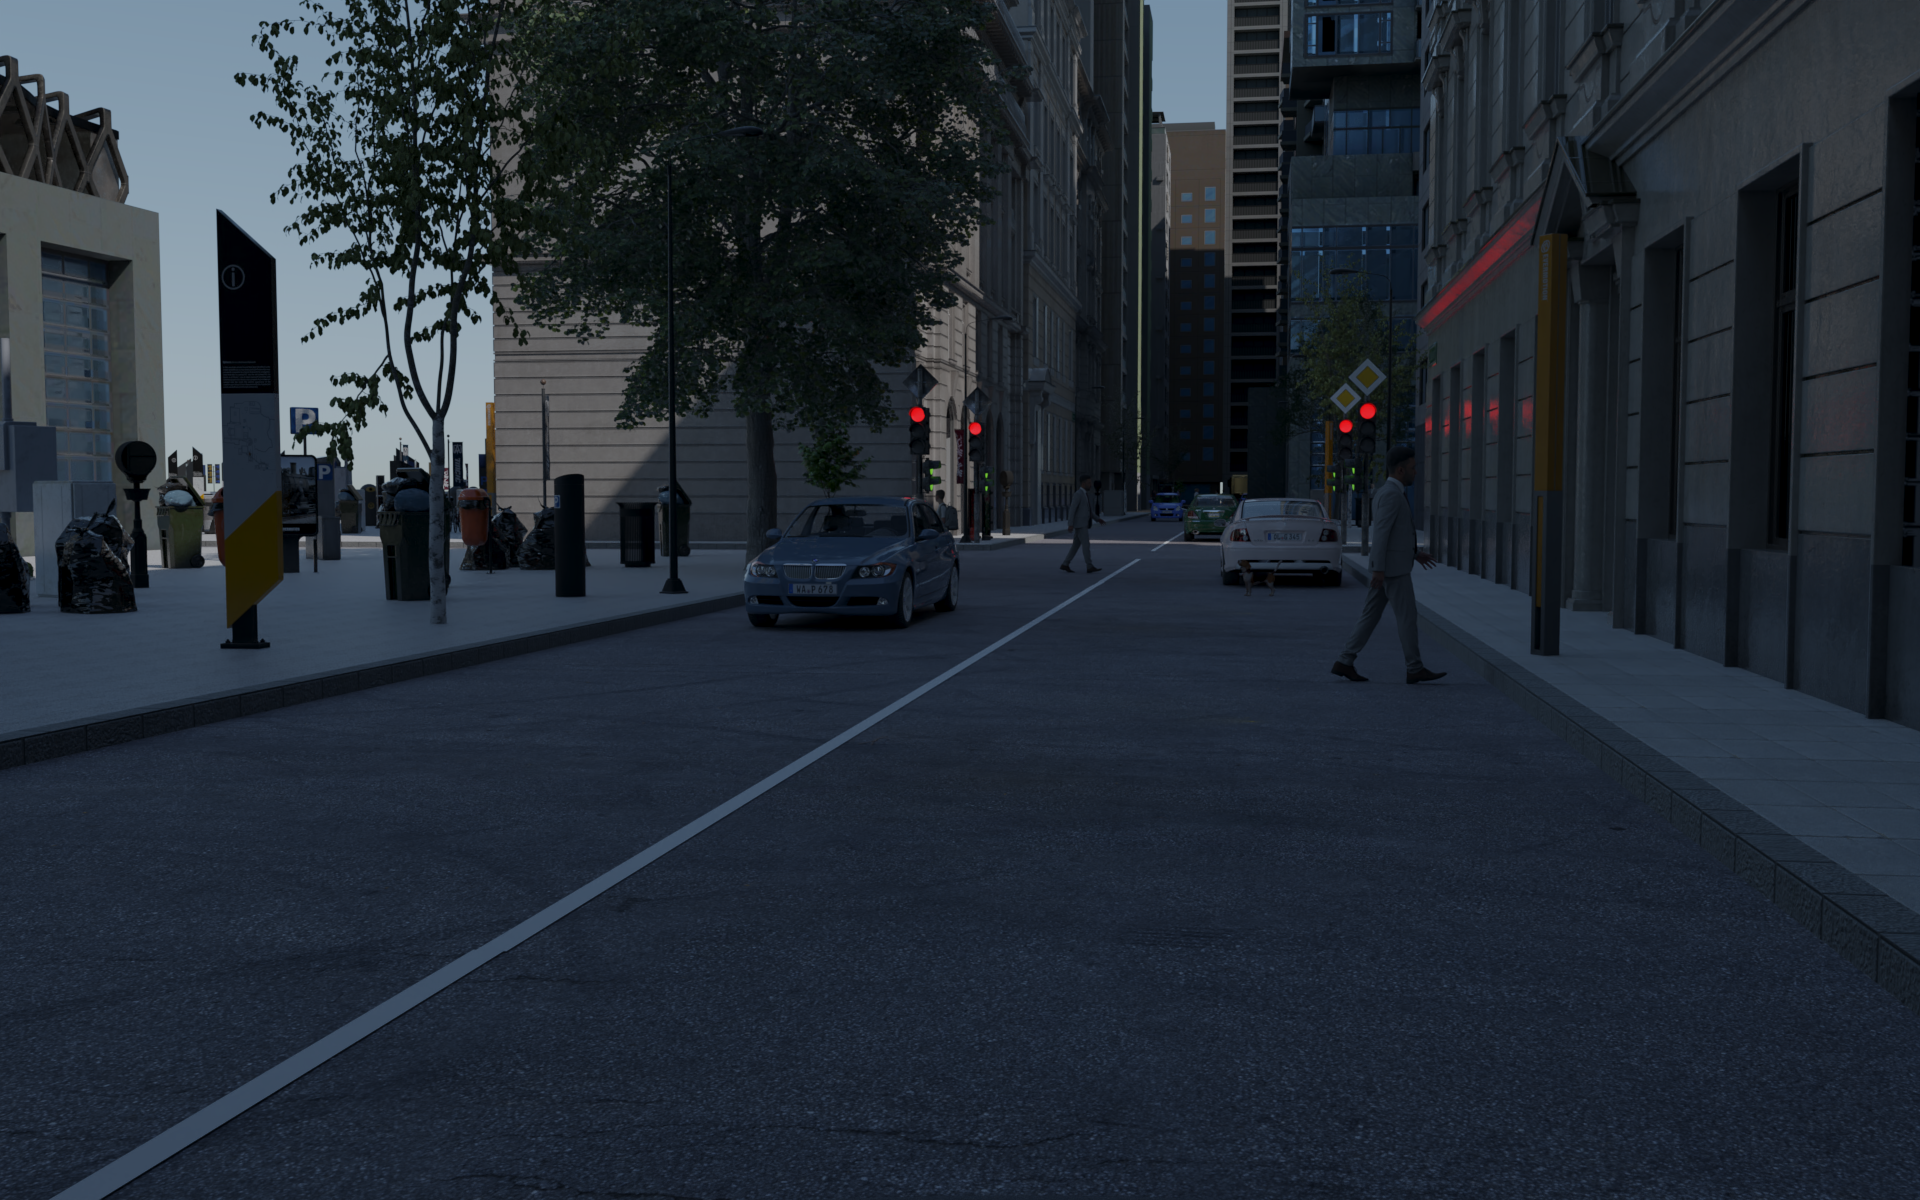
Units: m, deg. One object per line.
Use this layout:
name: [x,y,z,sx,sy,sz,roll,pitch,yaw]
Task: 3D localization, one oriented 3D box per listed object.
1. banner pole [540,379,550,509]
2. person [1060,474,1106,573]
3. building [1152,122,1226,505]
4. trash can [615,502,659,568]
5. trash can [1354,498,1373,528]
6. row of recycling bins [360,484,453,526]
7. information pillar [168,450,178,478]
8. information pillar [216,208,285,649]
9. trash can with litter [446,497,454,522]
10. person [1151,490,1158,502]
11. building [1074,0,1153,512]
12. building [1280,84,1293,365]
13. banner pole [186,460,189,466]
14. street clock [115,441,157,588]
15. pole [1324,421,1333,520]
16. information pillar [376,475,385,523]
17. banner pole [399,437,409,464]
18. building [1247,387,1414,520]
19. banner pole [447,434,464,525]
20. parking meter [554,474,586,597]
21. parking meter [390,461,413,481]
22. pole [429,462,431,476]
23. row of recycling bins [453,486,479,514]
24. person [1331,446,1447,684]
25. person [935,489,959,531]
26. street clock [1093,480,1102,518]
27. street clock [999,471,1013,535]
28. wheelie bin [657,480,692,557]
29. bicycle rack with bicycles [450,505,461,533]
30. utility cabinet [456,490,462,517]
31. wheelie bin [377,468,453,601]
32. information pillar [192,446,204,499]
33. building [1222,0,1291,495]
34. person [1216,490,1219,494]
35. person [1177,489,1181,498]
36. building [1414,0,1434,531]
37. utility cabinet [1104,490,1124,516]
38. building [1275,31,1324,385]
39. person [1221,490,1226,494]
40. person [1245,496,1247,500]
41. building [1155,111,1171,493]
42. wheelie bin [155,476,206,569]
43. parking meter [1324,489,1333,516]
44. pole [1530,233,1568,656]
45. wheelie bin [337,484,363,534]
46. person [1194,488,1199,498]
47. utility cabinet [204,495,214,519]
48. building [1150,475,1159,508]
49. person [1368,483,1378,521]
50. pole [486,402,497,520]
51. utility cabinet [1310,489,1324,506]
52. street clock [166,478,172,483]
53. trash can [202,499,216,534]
banner pole: [-9.089,-2.939,38.069,0.401,3.779,0.863,0,4,-2]
person: [2.206,-1.387,31.459,0.850,1.792,0.678,1,4,21]
building: [24.778,-34.179,208.931,14.200,45.320,14.600,1,4,9]
trash can: [-5.666,-1.148,30.421,0.748,1.137,0.748,0,3,0]
trash can: [15.457,-3.344,66.334,0.748,1.137,0.748,0,3,0]
row of recycling bins: [-22.449,-3.830,69.737,3.534,1.692,1.069,0,4,3]
information pillar: [-41.491,-6.117,91.371,0.504,3.616,0.183,0,4,-2]
information pillar: [-5.871,-1.404,14.306,0.504,3.616,0.183,0,4,8]
trash can with litter: [-23.434,-4.130,78.905,0.624,1.170,1.055,-2,4,-34]
person: [15.748,-8.126,140.365,0.593,1.643,0.415,-2,4,-29]
building: [8.238,-28.014,141.627,14.154,41.232,14.086,1,4,9]
building: [41.196,-32.642,183.810,14.600,45.320,14.200,1,4,9]
banner pole: [-56.231,-8.323,126.102,0.401,3.779,0.863,-3,4,-36]
street clock: [-11.223,-1.166,23.633,0.358,2.002,0.471,3,5,44]
pole: [10.323,-3.343,48.495,0.158,3.312,0.155,0,3,0]
information pillar: [-22.463,-3.832,67.153,0.304,2.012,0.304,-2,4,-25]
banner pole: [-24.650,-5.308,76.802,0.401,3.779,0.863,1,4,14]
building: [27.623,-47.896,95.764,22.319,86.520,31.000,1,4,9]
banner pole: [-21.254,-5.063,72.804,0.863,3.779,0.401,0,4,5]
parking meter: [-4.875,-0.809,21.642,0.372,1.533,0.369,0,3,0]
parking meter: [-9.798,-1.512,30.430,0.255,1.863,0.399,1,4,15]
pole: [-33.864,-7.154,110.807,0.158,3.312,0.155,0,3,0]
row of recycling bins: [-25.713,-5.258,93.084,3.534,1.692,1.069,-1,4,-21]
person: [3.258,-0.267,13.136,0.850,1.792,0.678,0,4,7]
person: [-0.312,-1.165,30.139,0.523,1.515,0.503,-2,4,-27]
street clock: [7.132,-5.216,89.858,0.358,2.002,0.471,-2,4,-25]
street clock: [1.439,-3.005,53.697,0.358,2.002,0.471,-2,4,-30]
wheelie bin: [-5.896,-1.698,35.667,0.693,1.594,0.980,-1,4,-18]
bicycle rack with bicycles: [-17.675,-2.734,58.089,2.852,0.926,2.925,0,4,-1]
utility cabinet: [-25.880,-4.984,90.161,0.318,1.500,1.173,0,4,0]
wheelie bin: [-6.626,-0.799,20.973,0.980,1.594,0.693,3,5,45]
information pillar: [-37.427,-5.732,85.077,0.504,3.616,0.183,0,4,-4]
building: [42.414,-47.086,208.110,20.611,71.187,20.563,1,4,9]
person: [18.284,-6.996,123.677,0.721,1.735,1.217,3,5,44]
person: [24.658,-11.545,194.676,0.599,1.838,0.709,1,4,11]
building: [24.989,-37.390,49.571,20.611,71.187,20.563,1,4,9]
utility cabinet: [8.915,-5.610,100.409,1.173,1.500,0.318,2,4,34]
building: [40.956,-31.037,162.081,22.147,44.769,28.867,1,4,9]
person: [21.863,-8.277,143.913,1.350,1.814,0.705,0,4,-4]
person: [23.004,-7.835,136.548,1.348,1.831,0.705,3,5,41]
building: [15.660,-30.865,188.237,14.086,41.232,14.154,1,4,9]
wheelie bin: [-13.500,-1.350,29.981,0.980,1.594,0.693,3,5,45]
parking meter: [15.612,-3.977,73.441,0.372,1.533,0.369,0,3,0]
pole: [4.666,-1.216,13.717,0.158,3.312,0.155,0,3,0]
wheelie bin: [-19.797,-2.956,56.233,0.693,1.594,0.980,0,4,-6]
person: [15.102,-6.241,110.773,0.641,1.798,0.478,0,4,-7]
utility cabinet: [-37.515,-4.571,85.891,1.020,1.237,0.306,0,4,2]
building: [2.290,-28.765,162.181,32.217,40.220,23.993,1,4,9]
person: [19.745,-4.683,82.725,0.709,1.813,0.853,2,4,35]
pole: [-10.430,-2.734,38.542,0.158,3.312,0.155,0,3,0]
utility cabinet: [16.204,-4.239,77.984,0.318,1.500,1.173,-1,4,-22]
street clock: [-33.986,-4.294,74.770,0.358,2.002,0.471,3,5,41]
trash can: [-23.892,-2.669,55.288,0.748,1.137,0.748,0,3,0]
